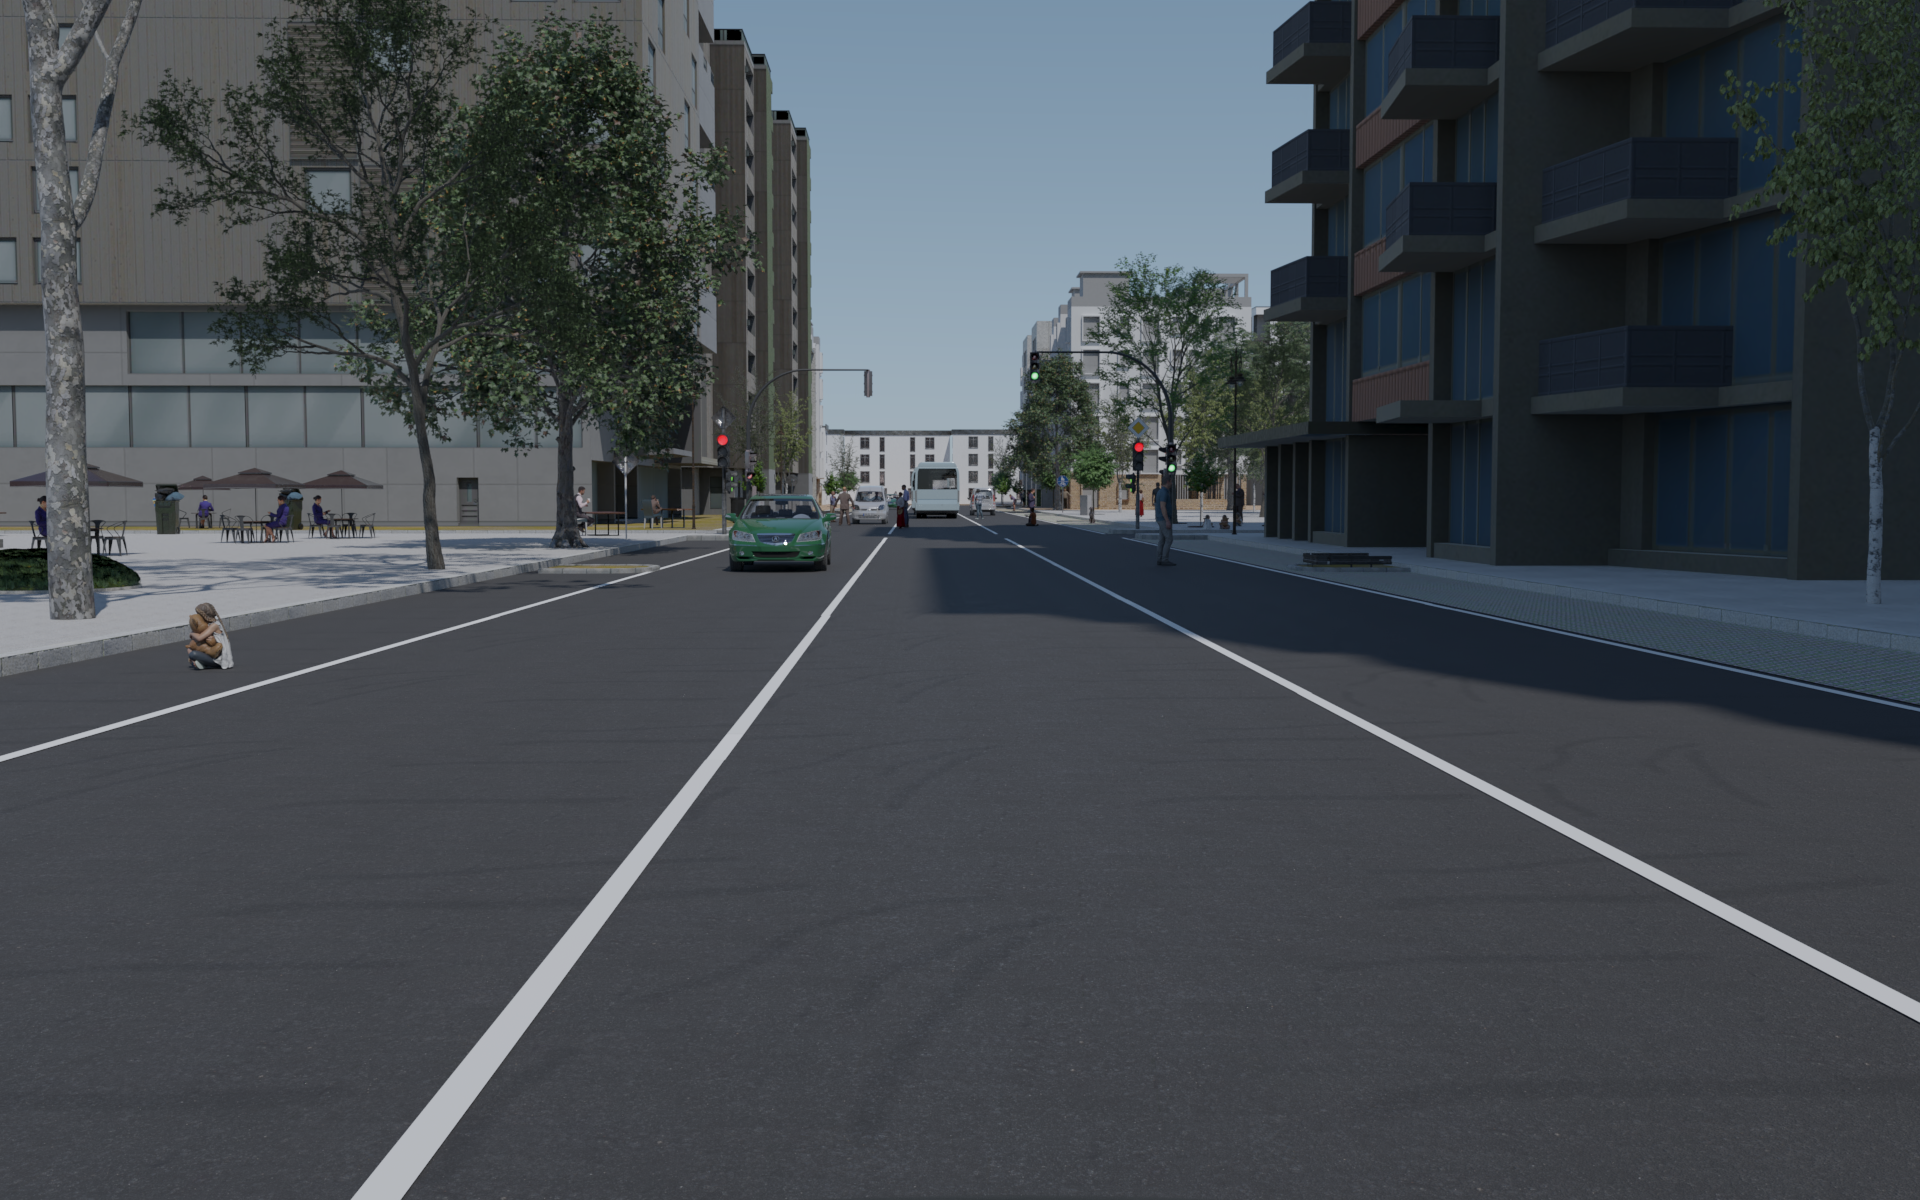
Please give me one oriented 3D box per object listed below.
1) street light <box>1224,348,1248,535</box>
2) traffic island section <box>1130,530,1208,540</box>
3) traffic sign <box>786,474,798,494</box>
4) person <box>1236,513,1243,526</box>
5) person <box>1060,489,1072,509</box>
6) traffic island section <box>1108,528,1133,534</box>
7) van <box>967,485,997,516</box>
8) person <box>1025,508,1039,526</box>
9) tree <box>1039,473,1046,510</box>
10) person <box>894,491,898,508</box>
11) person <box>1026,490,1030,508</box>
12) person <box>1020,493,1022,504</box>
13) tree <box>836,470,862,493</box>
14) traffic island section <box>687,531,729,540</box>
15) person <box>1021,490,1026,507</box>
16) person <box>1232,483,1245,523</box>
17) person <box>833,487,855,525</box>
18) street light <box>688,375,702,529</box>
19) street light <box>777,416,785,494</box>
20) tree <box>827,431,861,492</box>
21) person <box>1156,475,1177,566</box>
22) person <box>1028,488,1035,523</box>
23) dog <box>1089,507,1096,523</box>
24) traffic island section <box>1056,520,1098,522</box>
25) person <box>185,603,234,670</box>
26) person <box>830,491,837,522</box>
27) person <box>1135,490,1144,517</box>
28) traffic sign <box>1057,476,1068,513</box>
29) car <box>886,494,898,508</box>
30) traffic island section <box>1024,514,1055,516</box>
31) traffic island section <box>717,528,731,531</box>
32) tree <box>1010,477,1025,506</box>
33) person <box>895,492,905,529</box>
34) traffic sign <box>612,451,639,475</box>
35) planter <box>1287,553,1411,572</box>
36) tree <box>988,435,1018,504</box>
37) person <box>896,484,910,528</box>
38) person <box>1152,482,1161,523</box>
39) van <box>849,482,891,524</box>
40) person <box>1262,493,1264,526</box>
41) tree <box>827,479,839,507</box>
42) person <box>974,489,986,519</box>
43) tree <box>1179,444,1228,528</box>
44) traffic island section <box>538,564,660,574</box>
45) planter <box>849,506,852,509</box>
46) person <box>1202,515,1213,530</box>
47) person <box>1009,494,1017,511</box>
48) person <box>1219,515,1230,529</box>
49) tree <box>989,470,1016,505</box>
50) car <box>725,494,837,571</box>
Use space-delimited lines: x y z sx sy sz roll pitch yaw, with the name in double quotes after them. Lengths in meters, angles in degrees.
8.701 -5.013 54.746 0.468 5.910 1.993 0 4 -1 "street light"
6.697 -2.020 55.309 2.009 0.180 2.903 0 4 -1 "traffic island section"
-10.838 -6.826 111.713 0.768 2.556 0.104 0 4 1 "traffic sign"
11.055 -3.202 68.878 0.357 0.543 0.381 -1 4 -17 "person"
8.890 -8.608 146.785 1.348 1.823 0.705 1 4 18 "person"
6.512 -2.508 63.292 2.009 0.180 2.903 0 4 -1 "traffic island section"
1.512 -6.706 116.655 2.013 2.044 4.112 0 4 -1 "van"
3.157 -3.709 77.426 0.655 0.850 0.859 2 4 35 "person"
7.773 -9.779 143.596 4.285 4.588 4.351 0 3 0 "tree"
-6.728 -10.497 180.799 0.551 1.740 0.621 -1 4 -10 "person"
6.419 -9.477 162.462 0.593 1.643 0.415 2 4 34 "person"
7.824 -12.793 218.107 0.568 1.767 0.683 -2 4 -29 "person"
-13.363 -13.619 206.376 4.285 4.588 4.351 0 3 0 "tree"
-7.501 -2.000 54.986 2.009 0.180 2.903 0 4 -1 "traffic island section"
6.345 -10.258 174.549 0.721 1.735 1.217 1 4 20 "person"
11.818 -4.092 73.636 0.600 1.739 0.565 -3 5 -45 "person"
-5.288 -4.287 79.146 0.990 1.755 0.434 0 4 8 "person"
-9.762 -5.539 63.342 0.468 5.910 1.993 0 4 -1 "street light"
-10.619 -7.952 102.802 0.468 5.910 1.993 0 4 -1 "street light"
-13.341 -15.356 201.439 4.360 8.622 3.978 0 3 0 "tree"
4.151 -1.602 34.823 0.434 1.807 0.598 1 4 10 "person"
3.500 -4.581 84.325 0.530 1.710 0.541 2 4 28 "person"
6.529 -4.129 84.349 0.800 0.831 0.513 -3 4 -38 "dog"
5.929 -3.998 88.229 1.991 0.108 1.994 0 4 -1 "traffic island section"
-6.171 0.291 14.221 0.357 0.543 0.381 -2 4 -30 "person"
-6.424 -4.723 87.786 0.319 1.574 0.516 2 4 28 "person"
10.050 -5.404 96.860 0.523 1.526 0.387 -1 4 -10 "person"
7.084 -7.297 119.419 0.768 2.556 0.104 0 4 6 "traffic sign"
-6.506 -9.170 161.735 2.131 1.459 4.920 0 4 0 "car"
5.297 -5.668 115.531 1.991 0.108 1.994 0 4 -1 "traffic island section"
-7.685 -2.489 62.969 2.009 0.180 2.903 0 4 -1 "traffic island section"
6.431 -12.094 192.345 1.663 3.219 1.824 0 3 0 "tree"
-2.466 -3.727 71.904 0.387 1.526 0.523 -2 4 -25 "person"
-9.413 -2.996 48.721 0.795 2.593 0.064 0 4 1 "traffic sign"
7.214 -0.699 32.572 1.991 0.319 1.994 0 4 -1 "planter"
5.430 -16.251 216.067 4.360 8.622 3.978 0 3 0 "tree"
-2.458 -3.999 73.746 0.599 1.838 0.709 0 4 7 "person"
8.798 -4.312 76.673 0.598 1.807 0.434 1 4 19 "person"
-4.321 -4.682 83.567 2.013 2.044 4.112 0 4 -1 "van"
12.200 -3.820 68.372 0.709 1.838 0.599 3 5 39 "person"
-12.758 -10.963 173.847 1.663 3.219 1.824 0 3 0 "tree"
1.079 -5.466 98.584 0.841 1.734 0.376 -2 4 -34 "person"
9.177 -4.409 66.685 1.663 3.219 1.824 0 3 0 "tree"
-6.651 -0.573 32.228 1.991 0.108 1.994 0 4 -1 "traffic island section"
-9.719 -8.802 165.047 1.991 0.319 1.994 0 4 -1 "planter"
8.914 -2.802 62.339 0.381 0.543 0.357 0 4 -2 "person"
4.464 -8.220 146.136 0.697 1.427 0.421 -2 4 -28 "person"
9.533 -2.812 62.489 0.381 0.543 0.357 -1 4 -13 "person"
5.269 -13.963 212.016 4.285 4.588 4.351 0 3 0 "tree"
-3.458 -1.343 33.761 2.131 1.459 4.920 0 4 -3 "car"
